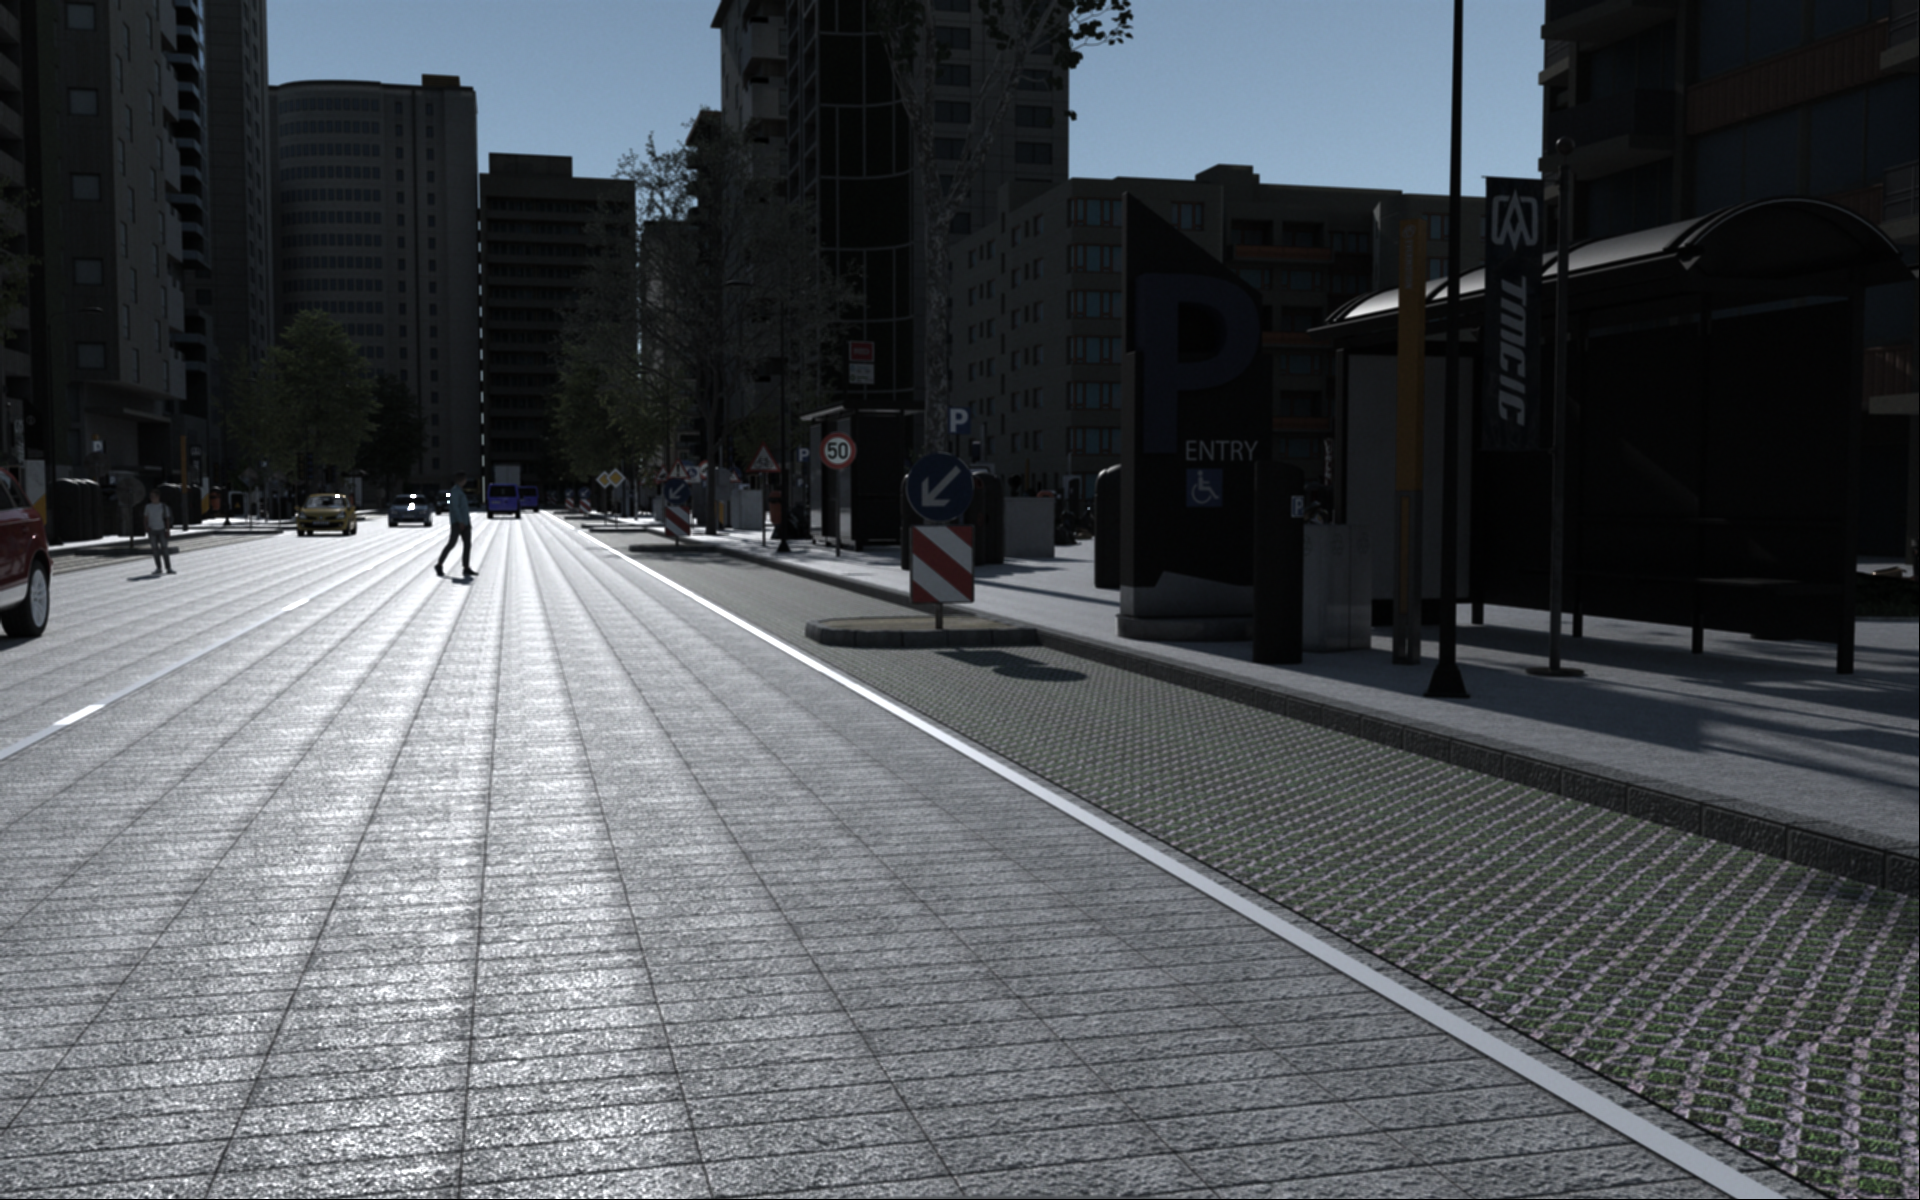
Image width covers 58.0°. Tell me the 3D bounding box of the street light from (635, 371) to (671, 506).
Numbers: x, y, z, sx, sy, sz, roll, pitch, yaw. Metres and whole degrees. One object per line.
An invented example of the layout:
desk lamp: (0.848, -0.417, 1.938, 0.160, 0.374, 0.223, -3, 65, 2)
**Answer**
street light: (-11.579, -5.689, 65.557, 1.470, 5.913, 1.316, -1, 4, -14)

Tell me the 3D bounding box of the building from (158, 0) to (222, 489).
building: (-76.882, -51.147, 148.920, 22.319, 86.520, 31.000, -1, 4, -14)

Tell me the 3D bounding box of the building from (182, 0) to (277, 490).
building: (-85.732, -45.679, 185.095, 20.611, 71.187, 20.563, -1, 4, -14)

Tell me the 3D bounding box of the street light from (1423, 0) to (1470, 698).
street light: (2.575, -2.336, 10.728, 1.470, 5.913, 1.316, -1, 4, -14)

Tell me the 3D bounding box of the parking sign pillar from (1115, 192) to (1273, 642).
parking sign pillar: (2.131, -1.659, 15.599, 1.447, 3.967, 1.447, -1, 4, -12)

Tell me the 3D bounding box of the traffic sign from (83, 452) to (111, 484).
traffic sign: (-25.946, -3.180, 52.105, 0.768, 2.556, 0.104, -1, 4, -12)

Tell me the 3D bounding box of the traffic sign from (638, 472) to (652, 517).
traffic sign: (-17.891, -6.040, 98.753, 0.884, 2.594, 0.081, 0, 4, -7)

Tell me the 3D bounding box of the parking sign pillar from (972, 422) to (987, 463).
parking sign pillar: (0.739, -4.624, 64.079, 1.447, 3.967, 1.447, 0, 4, 7)

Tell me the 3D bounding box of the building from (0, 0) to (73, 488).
building: (-55.645, -19.439, 89.523, 14.160, 30.474, 14.107, -1, 4, -14)

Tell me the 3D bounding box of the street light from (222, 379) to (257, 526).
street light: (-29.079, -5.957, 69.933, 1.470, 5.913, 1.316, -1, 4, -14)

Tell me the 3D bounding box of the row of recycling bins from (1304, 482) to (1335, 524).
row of recycling bins: (13.569, -3.255, 60.334, 3.534, 1.692, 1.069, -1, 4, -17)

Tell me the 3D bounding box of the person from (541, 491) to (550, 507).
person: (-45.167, -11.003, 189.115, 1.217, 1.743, 0.721, -3, 5, -42)

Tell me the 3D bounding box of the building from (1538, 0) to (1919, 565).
building: (25.449, -23.351, 36.412, 22.147, 44.769, 28.867, -1, 4, -14)

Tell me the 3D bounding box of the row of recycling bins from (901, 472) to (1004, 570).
row of recycling bins: (-0.140, -1.443, 30.701, 1.069, 1.692, 3.534, 1, 4, 21)

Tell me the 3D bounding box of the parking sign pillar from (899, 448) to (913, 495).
parking sign pillar: (-2.977, -6.530, 95.233, 1.447, 3.967, 1.447, -3, 4, -36)

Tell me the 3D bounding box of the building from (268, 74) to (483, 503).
building: (-82.324, -42.956, 244.333, 28.212, 58.520, 21.231, -1, 4, -14)

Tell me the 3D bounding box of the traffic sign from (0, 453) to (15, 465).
traffic sign: (-29.378, -3.260, 53.412, 0.768, 2.556, 0.104, -1, 4, -8)

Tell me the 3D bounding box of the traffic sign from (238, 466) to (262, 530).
traffic sign: (-25.475, -3.580, 62.171, 0.795, 2.450, 0.064, -1, 4, -14)

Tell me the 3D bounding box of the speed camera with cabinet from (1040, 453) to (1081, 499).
speed camera with cabinet: (4.778, -5.383, 82.340, 2.038, 3.252, 0.660, -2, 4, -35)

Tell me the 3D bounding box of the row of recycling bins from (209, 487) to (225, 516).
row of recycling bins: (-44.022, -5.773, 101.497, 1.069, 1.692, 3.534, 1, 4, 22)

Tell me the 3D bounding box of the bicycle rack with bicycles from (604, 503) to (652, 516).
bicycle rack with bicycles: (-19.776, -5.533, 103.844, 2.925, 0.926, 2.852, 0, 4, -6)

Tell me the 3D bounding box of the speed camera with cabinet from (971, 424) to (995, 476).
speed camera with cabinet: (-0.048, -3.349, 49.098, 2.038, 3.252, 0.660, 0, 4, -2)

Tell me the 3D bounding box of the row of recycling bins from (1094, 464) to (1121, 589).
row of recycling bins: (3.203, -1.076, 24.706, 3.534, 1.692, 1.069, -3, 5, -44)

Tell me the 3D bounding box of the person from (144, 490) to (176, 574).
person: (-14.402, -1.229, 31.190, 0.503, 1.515, 0.523, -3, 5, -41)

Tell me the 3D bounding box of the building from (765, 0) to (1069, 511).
building: (-4.234, -42.774, 137.613, 20.563, 71.187, 20.611, -1, 4, -14)

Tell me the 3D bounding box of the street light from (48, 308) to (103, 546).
street light: (-22.086, -4.326, 43.265, 1.470, 5.913, 1.316, -1, 4, -14)

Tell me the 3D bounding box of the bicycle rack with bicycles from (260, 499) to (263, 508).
bicycle rack with bicycles: (-47.863, -6.626, 121.713, 2.852, 0.926, 2.925, 0, 4, -3)

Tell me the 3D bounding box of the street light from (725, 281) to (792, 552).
street light: (-4.427, -4.006, 38.039, 1.470, 5.913, 1.316, -1, 4, -14)

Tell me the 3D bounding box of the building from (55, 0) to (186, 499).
building: (-70.879, -32.514, 120.848, 28.713, 52.752, 27.495, -1, 4, -14)

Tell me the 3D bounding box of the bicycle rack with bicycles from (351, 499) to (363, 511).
bicycle rack with bicycles: (-46.920, -7.240, 131.760, 2.852, 0.926, 2.925, 1, 4, 10)

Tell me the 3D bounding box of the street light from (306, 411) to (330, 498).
street light: (-36.061, -7.626, 97.227, 1.470, 5.913, 1.316, -1, 4, -14)

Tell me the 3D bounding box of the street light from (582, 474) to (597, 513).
street light: (-25.450, -8.966, 119.142, 1.470, 5.913, 1.316, -1, 4, -14)

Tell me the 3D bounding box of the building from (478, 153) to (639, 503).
building: (-58.103, -38.333, 250.444, 21.600, 48.544, 21.300, -1, 4, -14)

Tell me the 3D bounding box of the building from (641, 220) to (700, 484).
building: (-38.928, -34.775, 252.168, 14.086, 41.232, 14.154, -1, 4, -14)

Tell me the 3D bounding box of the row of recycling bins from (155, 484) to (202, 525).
row of recycling bins: (-32.839, -4.011, 72.698, 1.069, 1.692, 3.534, 0, 4, -4)

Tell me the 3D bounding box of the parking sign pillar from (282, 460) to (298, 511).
parking sign pillar: (-51.667, -8.852, 133.201, 1.447, 3.967, 1.447, -3, 5, -44)

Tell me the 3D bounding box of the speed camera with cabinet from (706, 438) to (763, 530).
speed camera with cabinet: (-8.055, -4.133, 61.907, 2.038, 3.252, 0.660, -3, 5, -40)

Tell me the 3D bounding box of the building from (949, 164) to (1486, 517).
building: (16.674, -16.316, 111.807, 28.899, 21.520, 27.650, -1, 4, -14)

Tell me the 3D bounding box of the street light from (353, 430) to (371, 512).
street light: (-43.103, -9.307, 124.716, 1.470, 5.913, 1.316, -1, 4, -14)

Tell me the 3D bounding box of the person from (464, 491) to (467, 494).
person: (-55.078, -11.287, 193.184, 0.705, 1.807, 1.348, 3, 4, 36)

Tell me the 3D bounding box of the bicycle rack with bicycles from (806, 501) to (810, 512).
bicycle rack with bicycles: (-7.246, -5.012, 95.329, 2.852, 0.926, 2.925, -3, 5, -43)

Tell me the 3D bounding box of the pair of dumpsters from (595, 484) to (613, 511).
pair of dumpsters: (-26.381, -7.759, 129.351, 1.574, 2.255, 4.437, -1, 4, -14)

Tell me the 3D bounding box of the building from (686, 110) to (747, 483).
building: (-19.533, -33.246, 198.200, 22.147, 44.769, 28.867, -1, 4, -14)

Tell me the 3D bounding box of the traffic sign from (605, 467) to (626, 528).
traffic sign: (-12.984, -3.775, 65.364, 0.795, 2.450, 0.064, -1, 4, -14)

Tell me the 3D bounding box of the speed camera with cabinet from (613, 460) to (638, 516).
speed camera with cabinet: (-19.324, -6.467, 100.064, 0.660, 3.252, 2.038, 1, 4, 16)

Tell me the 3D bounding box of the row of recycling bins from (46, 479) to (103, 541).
row of recycling bins: (-24.732, -2.531, 48.496, 1.069, 1.692, 3.534, -1, 4, -15)

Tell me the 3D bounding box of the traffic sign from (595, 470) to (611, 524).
traffic sign: (-14.981, -4.248, 73.096, 0.795, 2.450, 0.064, -1, 4, -14)

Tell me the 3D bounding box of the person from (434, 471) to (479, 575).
person: (-8.889, -1.360, 30.595, 0.748, 1.841, 0.638, 1, 4, 10)

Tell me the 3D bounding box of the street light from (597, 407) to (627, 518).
street light: (-18.488, -7.330, 92.392, 1.470, 5.913, 1.316, -1, 4, -14)

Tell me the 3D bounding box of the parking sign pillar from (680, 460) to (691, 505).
parking sign pillar: (-21.603, -9.143, 137.964, 1.447, 3.967, 1.447, -1, 4, -22)

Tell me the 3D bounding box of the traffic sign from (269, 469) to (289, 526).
traffic sign: (-27.472, -4.053, 69.903, 0.795, 2.450, 0.064, -1, 4, -14)

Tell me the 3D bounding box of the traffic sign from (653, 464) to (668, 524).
traffic sign: (-12.780, -4.565, 74.647, 0.884, 2.594, 0.081, -1, 4, -13)

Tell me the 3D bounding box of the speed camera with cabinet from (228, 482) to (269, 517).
speed camera with cabinet: (-39.322, -6.201, 95.721, 2.038, 3.252, 0.660, -1, 4, -18)

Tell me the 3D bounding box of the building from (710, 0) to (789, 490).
building: (-8.603, -35.626, 171.721, 28.713, 52.752, 27.495, -1, 4, -14)
